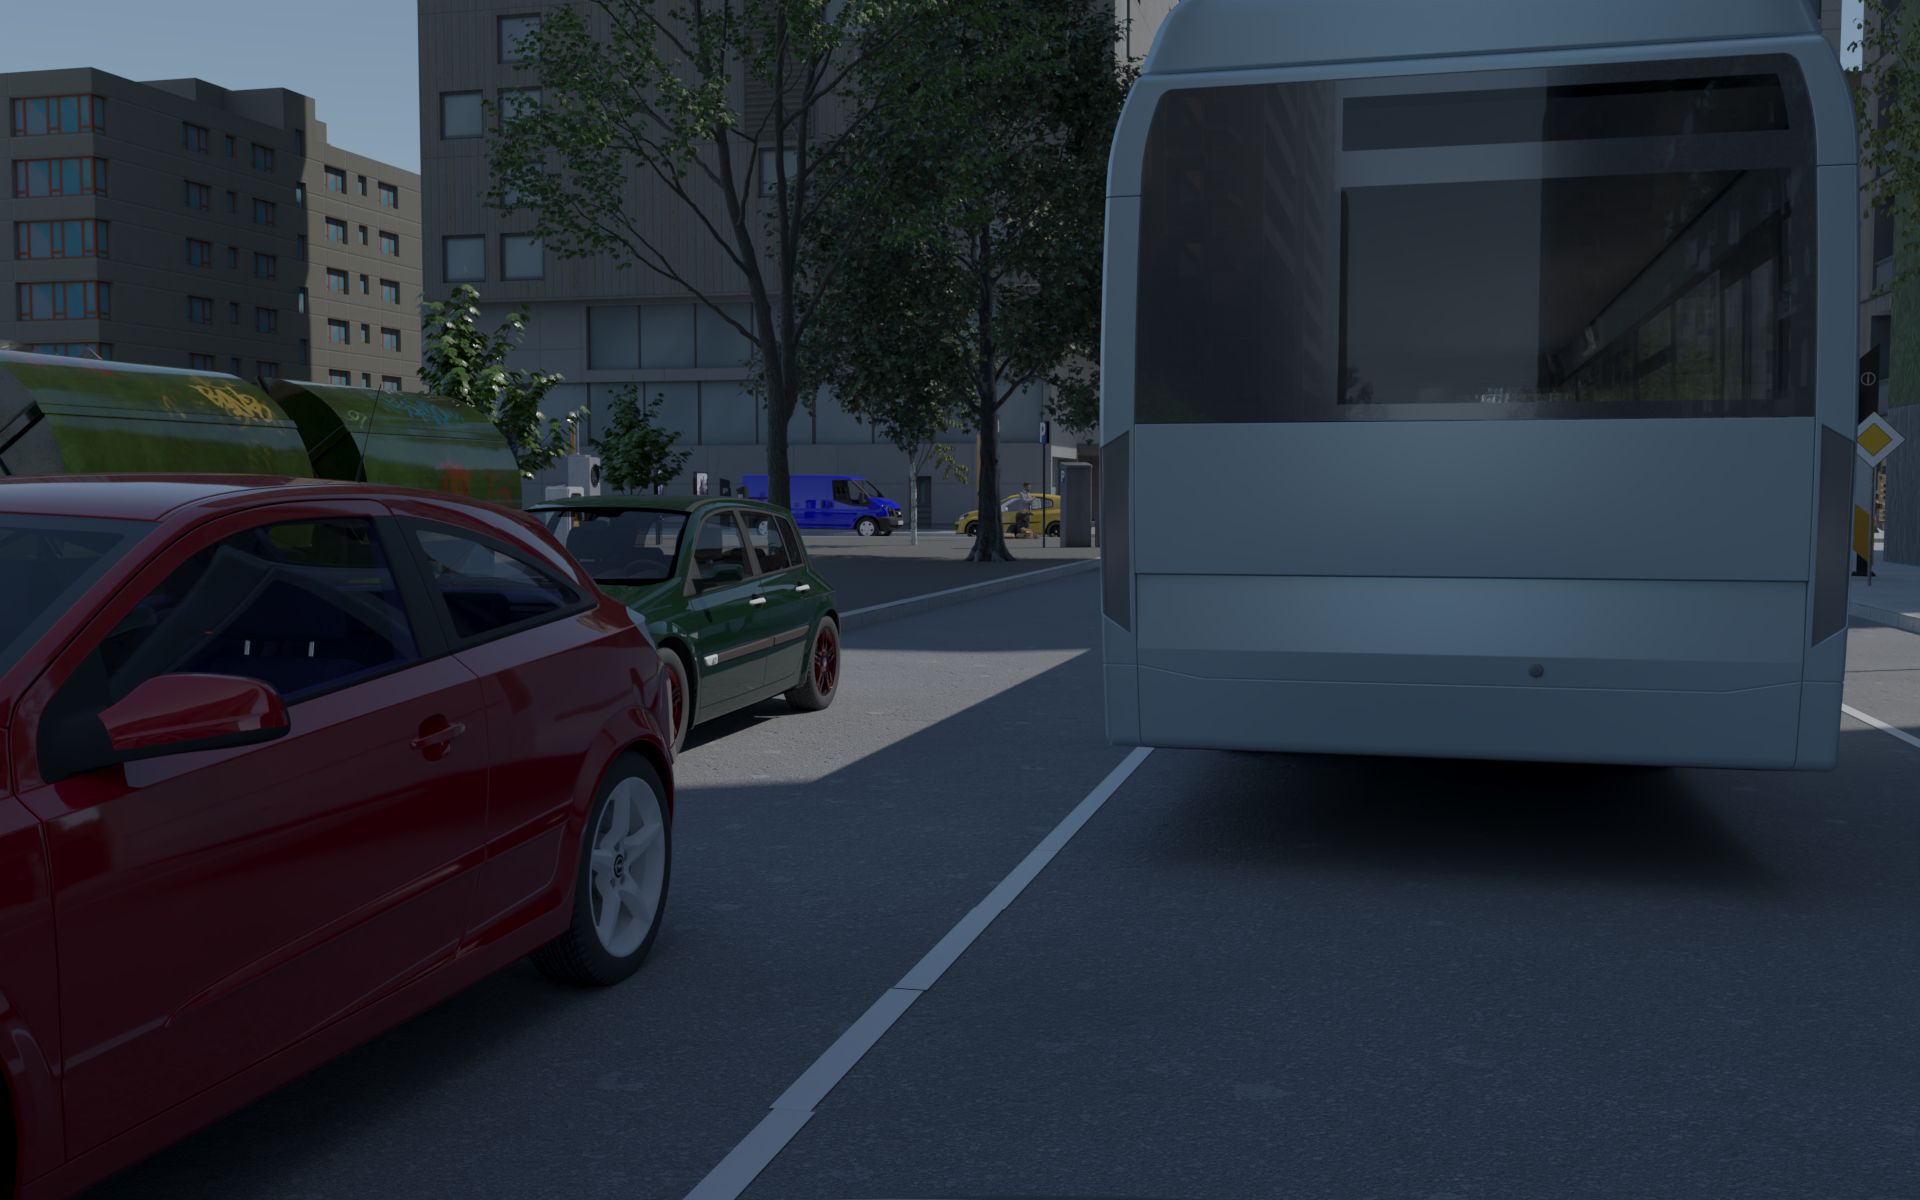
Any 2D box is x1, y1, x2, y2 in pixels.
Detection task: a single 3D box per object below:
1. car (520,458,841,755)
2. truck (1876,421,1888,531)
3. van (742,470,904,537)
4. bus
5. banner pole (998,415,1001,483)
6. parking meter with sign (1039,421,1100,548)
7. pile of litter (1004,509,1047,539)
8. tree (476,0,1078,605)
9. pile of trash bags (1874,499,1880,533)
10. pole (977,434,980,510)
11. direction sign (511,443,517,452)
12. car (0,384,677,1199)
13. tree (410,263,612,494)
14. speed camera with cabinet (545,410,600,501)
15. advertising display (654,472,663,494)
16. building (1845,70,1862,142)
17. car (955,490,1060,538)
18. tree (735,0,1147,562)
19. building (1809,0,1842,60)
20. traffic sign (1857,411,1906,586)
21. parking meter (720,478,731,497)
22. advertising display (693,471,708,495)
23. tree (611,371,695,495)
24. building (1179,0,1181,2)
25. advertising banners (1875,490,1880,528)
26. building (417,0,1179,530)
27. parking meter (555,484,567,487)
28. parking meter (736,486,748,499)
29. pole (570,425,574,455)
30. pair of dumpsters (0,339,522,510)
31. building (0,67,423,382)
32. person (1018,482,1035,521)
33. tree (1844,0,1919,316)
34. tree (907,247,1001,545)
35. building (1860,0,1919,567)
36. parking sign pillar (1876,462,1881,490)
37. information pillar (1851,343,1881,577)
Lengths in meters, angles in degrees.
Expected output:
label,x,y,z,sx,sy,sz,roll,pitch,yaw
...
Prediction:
label,x,y,z,sx,sy,sz,roll,pitch,yaw
car,-2.039,-0.035,10.360,2.009,1.686,4.222,1,4,14
truck,30.473,-3.543,46.834,11.283,4.237,2.839,1,4,12
van,-4.432,-3.157,55.996,5.245,2.365,2.240,1,4,14
bus,3.444,-1.078,12.481,2.948,3.499,13.247,1,4,15
banner pole,0.861,-3.544,47.956,0.401,3.779,0.863,3,5,42
parking meter with sign,2.799,-2.769,41.529,1.738,3.016,0.543,-1,4,-16
pile of litter,1.701,-2.191,49.793,1.176,0.858,1.719,-3,5,-39
tree,-2.132,-5.761,19.946,9.928,11.665,9.643,0,3,0
pile of trash bags,29.633,-2.928,57.631,3.447,1.369,1.912,-3,5,-44
pole,0.673,-3.985,59.005,0.158,3.312,0.155,0,3,0
direction sign,-16.196,-4.263,61.692,0.876,3.537,0.379,-1,4,-19
car,-2.161,0.316,3.877,2.155,1.783,4.494,1,4,14
tree,-4.187,-1.216,14.477,1.663,3.219,1.824,0,3,0
speed camera with cabinet,-9.000,-2.813,40.336,0.660,3.252,2.038,1,4,9
advertising display,-7.650,-2.371,43.986,0.123,1.923,0.974,0,4,-2
building,91.796,-32.428,180.311,14.200,45.320,14.600,1,4,14
car,1.820,-2.708,54.493,3.980,1.641,2.015,1,4,14
tree,0.461,-7.093,32.978,9.611,12.733,9.660,0,3,0
building,53.574,-42.440,132.139,20.563,71.187,20.611,1,4,14
traffic sign,12.726,-1.406,24.179,0.795,2.450,0.064,1,4,23
parking meter,-8.455,-3.469,62.430,0.399,1.863,0.255,-1,4,-12
advertising display,-7.453,-2.727,49.798,0.123,1.923,0.974,1,4,11
tree,-5.199,-2.002,27.337,1.663,3.219,1.824,0,3,0
building,9.228,-28.038,113.047,22.147,44.769,28.867,1,4,14
advertising banners,34.812,-4.255,65.764,0.090,3.025,2.074,-3,5,-42
building,-4.537,-29.696,74.763,28.713,52.752,27.495,1,4,14
parking meter,-10.058,-2.148,43.539,0.372,1.533,0.369,0,3,0
parking meter,-6.579,-2.686,52.321,0.372,1.533,0.369,0,3,0
pole,-10.887,-3.367,48.893,0.158,3.312,0.155,0,3,0
pair of dumpsters,-4.311,-0.471,10.200,1.574,2.255,4.437,1,4,14
building,-45.766,-14.815,87.272,28.899,21.520,27.650,1,4,14
person,2.032,-2.664,52.234,0.466,1.800,0.511,1,4,22
tree,12.239,-4.280,20.334,4.737,8.622,4.395,0,3,0
tree,-0.967,-5.661,42.924,4.737,8.622,4.395,0,3,0
building,24.726,-21.281,31.542,14.154,41.232,14.086,1,4,14
parking sign pillar,48.478,-6.355,92.370,1.447,3.967,1.447,1,4,20
information pillar,14.035,-2.179,26.988,0.504,3.616,0.183,2,4,32
